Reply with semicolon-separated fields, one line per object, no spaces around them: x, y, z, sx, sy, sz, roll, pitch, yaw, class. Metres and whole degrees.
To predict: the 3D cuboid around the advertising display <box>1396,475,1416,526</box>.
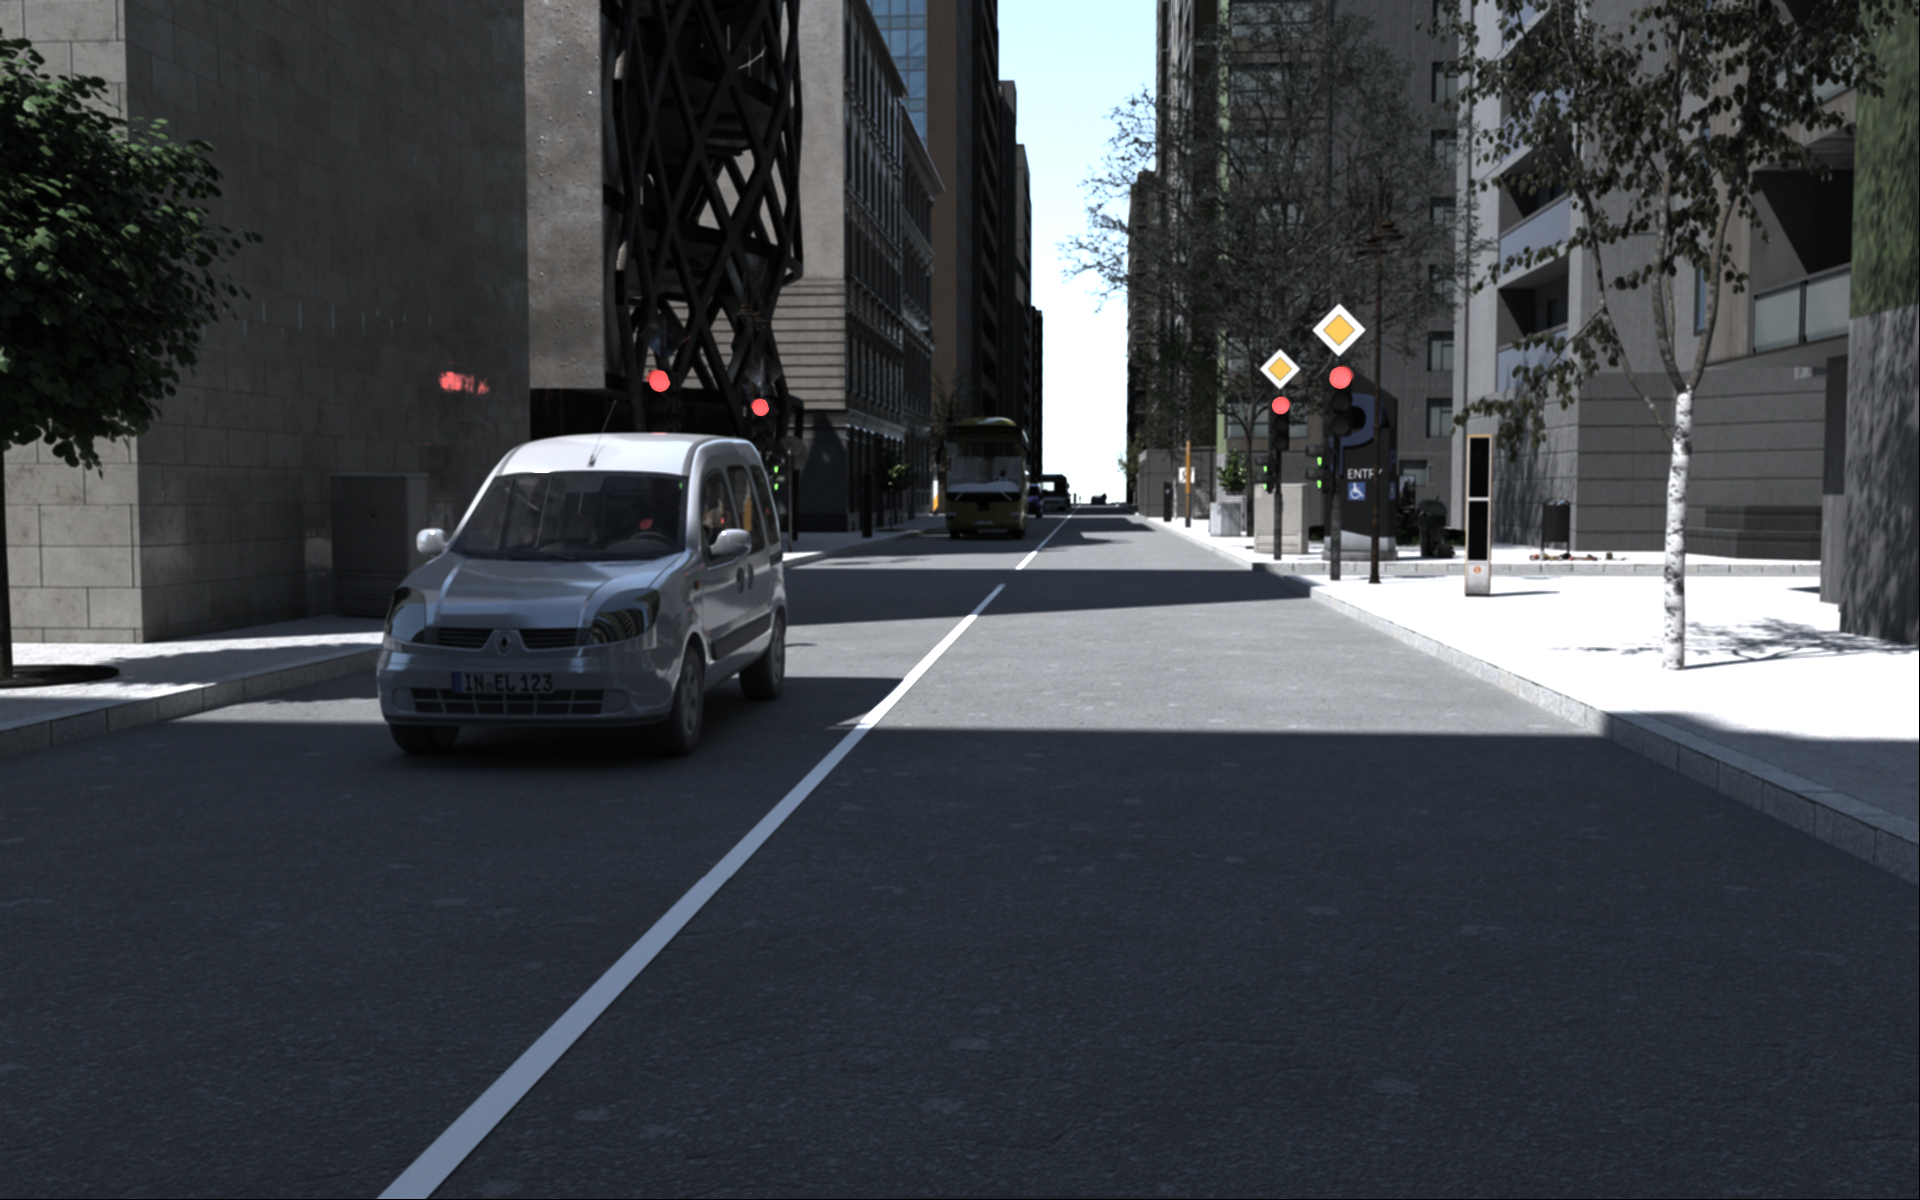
14.772;-3.194;57.434;0.974;1.923;0.123;-3;5;-42;advertising display

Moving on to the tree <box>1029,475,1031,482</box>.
5.700;-11.891;178.135;4.285;4.588;4.351;0;3;0;tree

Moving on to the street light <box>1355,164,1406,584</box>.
5.955;-3.175;24.699;0.468;5.910;1.993;0;4;4;street light

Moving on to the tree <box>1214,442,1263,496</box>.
10.144;-4.263;64.298;1.663;3.219;1.824;0;3;0;tree

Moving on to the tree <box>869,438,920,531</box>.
-2.363;-3.979;59.651;1.663;3.219;1.824;0;3;0;tree

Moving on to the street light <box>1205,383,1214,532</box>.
8.422;-5.211;57.993;0.468;5.910;1.993;0;4;4;street light

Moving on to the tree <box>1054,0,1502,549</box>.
7.316;-7.924;39.921;12.009;13.543;11.850;0;3;0;tree

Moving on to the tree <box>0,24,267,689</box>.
-6.555;-1.725;11.918;4.285;4.588;4.351;0;3;0;tree

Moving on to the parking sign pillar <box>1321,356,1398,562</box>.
7.720;-2.745;33.357;1.447;3.967;1.447;2;4;35;parking sign pillar

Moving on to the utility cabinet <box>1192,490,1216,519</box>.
12.255;-4.790;86.998;1.173;1.500;0.318;0;4;-3;utility cabinet

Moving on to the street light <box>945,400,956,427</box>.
-0.460;-6.889;85.424;0.468;5.910;1.993;0;4;4;street light

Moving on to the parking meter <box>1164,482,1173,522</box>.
9.612;-4.543;79.994;0.399;1.863;0.255;0;4;8;parking meter

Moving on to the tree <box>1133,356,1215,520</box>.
10.684;-8.274;85.641;4.360;8.622;3.978;0;3;0;tree

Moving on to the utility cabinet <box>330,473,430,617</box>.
-6.032;-0.569;17.983;1.173;1.500;0.318;2;4;32;utility cabinet

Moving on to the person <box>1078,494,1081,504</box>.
17.123;-14.401;247.214;0.557;1.426;1.065;-1;4;-17;person

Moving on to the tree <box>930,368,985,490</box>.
-0.649;-9.153;100.021;4.737;8.622;4.395;0;3;0;tree

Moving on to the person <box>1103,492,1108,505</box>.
18.790;-13.199;224.851;0.434;1.755;0.990;-3;5;-43;person

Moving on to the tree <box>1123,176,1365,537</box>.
8.356;-7.154;51.381;7.601;10.594;8.767;-1;4;-14;tree

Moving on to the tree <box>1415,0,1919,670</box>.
5.278;-3.810;12.648;4.360;8.622;3.978;0;3;0;tree

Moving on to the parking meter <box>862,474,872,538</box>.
-2.746;-2.775;51.087;0.255;1.863;0.399;-1;4;-11;parking meter

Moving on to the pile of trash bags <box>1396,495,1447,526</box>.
16.739;-3.169;61.561;1.912;1.369;3.447;-3;5;-40;pile of trash bags

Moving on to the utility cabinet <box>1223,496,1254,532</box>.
9.550;-2.945;59.319;1.020;1.237;0.306;2;4;26;utility cabinet

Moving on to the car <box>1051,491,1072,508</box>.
10.605;-10.586;181.759;2.281;1.827;5.304;0;4;5;car

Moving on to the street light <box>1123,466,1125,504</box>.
20.517;-14.929;216.883;0.468;5.910;1.993;0;4;4;street light

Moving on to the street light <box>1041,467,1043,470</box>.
11.561;-16.590;244.039;0.468;5.910;1.993;0;4;4;street light

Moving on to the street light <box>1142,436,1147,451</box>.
14.315;-9.880;134.324;0.468;5.910;1.993;0;4;4;street light

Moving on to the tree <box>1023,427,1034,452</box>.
5.956;-14.424;186.198;4.737;8.622;4.395;0;3;0;tree

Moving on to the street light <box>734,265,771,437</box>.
-4.188;-3.814;35.143;0.468;5.910;1.993;0;4;4;street light

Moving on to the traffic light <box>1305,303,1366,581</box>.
5.557;-2.244;25.618;0.839;4.253;0.868;0;4;4;traffic light

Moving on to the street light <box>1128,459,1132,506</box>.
18.070;-12.942;184.394;0.468;5.910;1.993;0;4;4;street light

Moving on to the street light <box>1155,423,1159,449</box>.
12.295;-8.278;108.127;0.468;5.910;1.993;0;4;4;street light

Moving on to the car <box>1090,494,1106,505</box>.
17.532;-12.732;220.168;2.014;1.417;4.499;0;4;6;car

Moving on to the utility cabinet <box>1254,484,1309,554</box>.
6.858;-1.732;37.004;1.173;1.500;0.318;3;5;42;utility cabinet

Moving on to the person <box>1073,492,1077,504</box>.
17.358;-15.425;261.366;0.621;1.740;0.551;3;4;38;person

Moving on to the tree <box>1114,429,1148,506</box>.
19.274;-14.877;193.605;4.737;8.622;4.395;0;3;0;tree
